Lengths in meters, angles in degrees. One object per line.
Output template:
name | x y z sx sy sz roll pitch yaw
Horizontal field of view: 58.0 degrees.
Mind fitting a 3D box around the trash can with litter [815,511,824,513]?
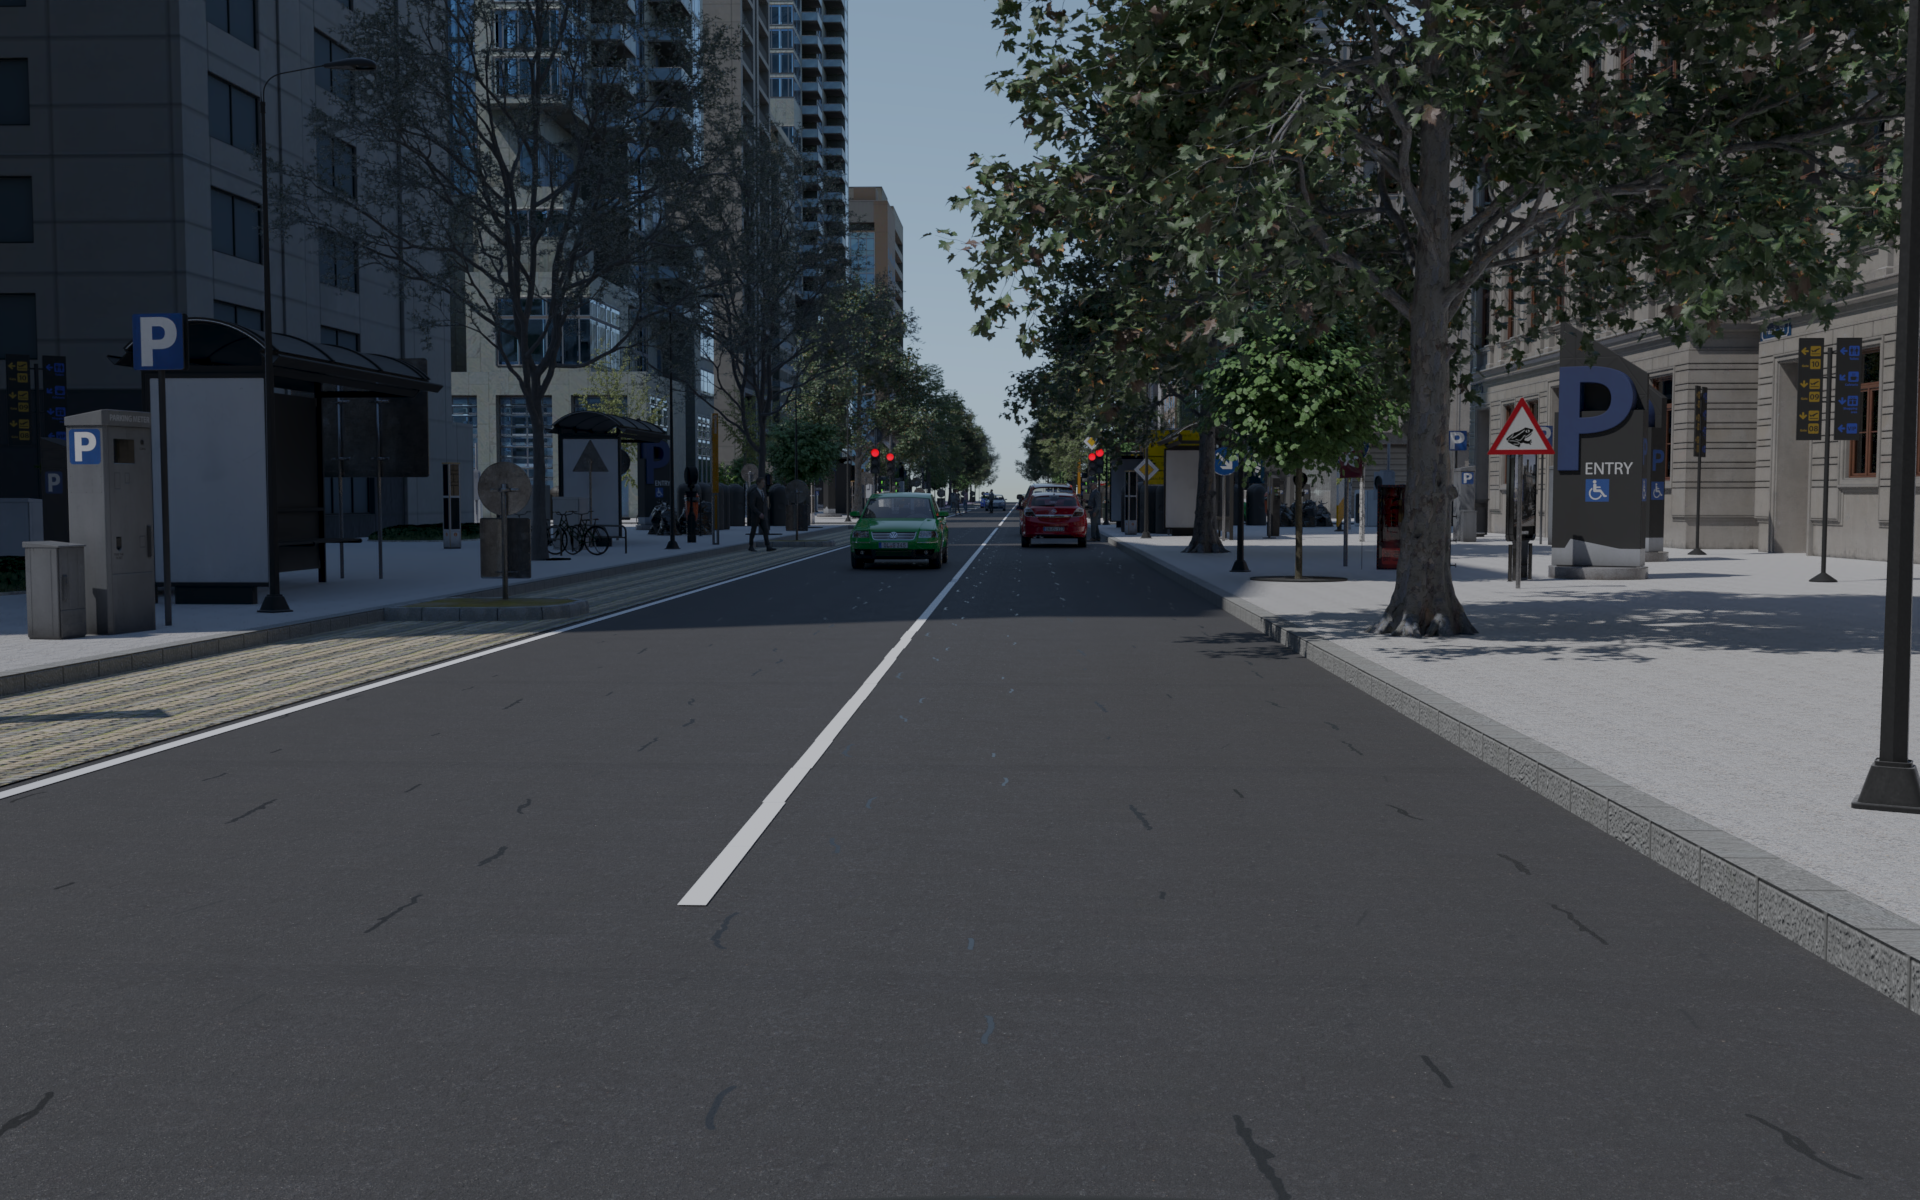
trash can with litter | -10.395 -6.691 120.463 1.678 1.210 2.233 -3 5 -42

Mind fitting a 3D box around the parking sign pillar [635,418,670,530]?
parking sign pillar | -10.892 -4.493 61.938 1.447 3.967 1.447 3 5 42

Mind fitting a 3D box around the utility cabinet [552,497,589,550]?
utility cabinet | -8.965 -1.758 39.909 1.020 1.237 0.306 3 5 41

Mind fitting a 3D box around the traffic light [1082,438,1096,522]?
traffic light | 6.030 -5.539 79.477 0.839 4.253 0.868 0 4 2

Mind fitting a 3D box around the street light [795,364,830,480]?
street light | -5.321 -5.469 61.967 1.470 5.913 1.316 0 4 2

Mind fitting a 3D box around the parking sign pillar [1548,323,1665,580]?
parking sign pillar | 9.754 -2.318 26.373 1.447 3.967 1.447 2 4 32

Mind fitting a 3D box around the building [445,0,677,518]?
building | -27.058 -48.438 104.639 22.319 86.520 31.000 0 4 2

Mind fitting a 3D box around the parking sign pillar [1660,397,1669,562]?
parking sign pillar | 12.857 -2.736 33.205 1.447 3.967 1.447 -2 4 -28

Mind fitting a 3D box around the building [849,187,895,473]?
building | -16.993 -37.098 256.660 14.600 45.320 14.200 0 4 2

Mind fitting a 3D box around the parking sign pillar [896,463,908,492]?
parking sign pillar | -4.661 -8.830 132.845 1.447 3.967 1.447 -1 4 -22

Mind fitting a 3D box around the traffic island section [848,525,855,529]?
traffic island section | -3.515 -3.039 71.962 2.009 0.180 2.903 0 4 2

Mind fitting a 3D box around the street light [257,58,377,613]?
street light | -6.905 -2.818 18.619 1.470 5.913 1.316 0 4 2

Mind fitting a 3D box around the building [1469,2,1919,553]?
building | 22.151 -13.020 49.037 11.583 22.565 21.152 0 4 2

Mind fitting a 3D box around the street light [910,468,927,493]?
street light | -3.034 -9.218 123.253 1.470 5.913 1.316 0 4 2

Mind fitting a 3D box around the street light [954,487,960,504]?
street light | -0.997 -12.566 177.991 1.470 5.913 1.316 0 4 2

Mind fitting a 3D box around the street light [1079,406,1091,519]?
street light | 5.506 -6.046 71.398 1.470 5.913 1.316 0 4 2

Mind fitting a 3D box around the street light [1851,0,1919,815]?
street light | 3.284 -2.105 6.952 1.470 5.913 1.316 0 4 2

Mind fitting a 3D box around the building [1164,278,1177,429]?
building | 29.093 -32.574 182.702 14.600 45.320 14.200 0 4 2

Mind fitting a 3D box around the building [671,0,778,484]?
building | -23.843 -42.844 138.753 20.563 71.187 20.611 0 4 2

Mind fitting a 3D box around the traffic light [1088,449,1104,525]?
traffic light | 5.730 -5.051 71.497 0.839 4.253 0.868 0 4 2

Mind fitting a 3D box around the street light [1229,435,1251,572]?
street light | 4.084 -3.418 28.432 1.470 5.913 1.316 0 4 2

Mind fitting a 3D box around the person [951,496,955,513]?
person | -0.417 -7.122 127.537 0.503 1.515 0.523 -1 4 -15

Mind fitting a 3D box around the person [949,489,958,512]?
person | -0.532 -7.664 133.784 0.713 1.824 0.794 -1 4 -21

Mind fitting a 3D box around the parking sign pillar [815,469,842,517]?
parking sign pillar | -7.311 -6.631 96.895 1.447 3.967 1.447 -1 4 -16

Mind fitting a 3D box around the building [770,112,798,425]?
building | -28.991 -29.112 167.863 32.217 40.220 23.993 0 4 2

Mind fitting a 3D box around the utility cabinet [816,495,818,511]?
utility cabinet | -10.612 -7.101 127.261 0.306 1.237 1.020 0 4 -2

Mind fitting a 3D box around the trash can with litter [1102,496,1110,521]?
trash can with litter | 7.233 -4.315 81.935 1.055 1.170 0.624 1 4 14

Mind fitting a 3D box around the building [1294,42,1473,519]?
building | 29.402 -16.937 94.949 19.932 24.808 12.078 0 4 2

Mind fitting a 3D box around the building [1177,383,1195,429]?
building | 28.074 -24.303 169.056 14.160 30.474 14.107 0 4 2

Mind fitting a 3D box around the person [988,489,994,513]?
person | 2.312 -7.384 129.412 0.473 1.802 0.592 2 4 23

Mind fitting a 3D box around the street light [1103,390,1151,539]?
street light | 4.842 -4.732 49.913 1.470 5.913 1.316 0 4 2

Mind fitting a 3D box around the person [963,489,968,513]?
person | 0.414 -7.429 129.978 0.388 1.821 0.555 -2 4 -32

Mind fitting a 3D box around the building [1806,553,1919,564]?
building | 22.322 -11.728 27.904 11.583 22.565 21.152 0 4 2

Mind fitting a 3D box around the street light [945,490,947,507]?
street light | -1.735 -11.236 156.253 1.470 5.913 1.316 0 4 2

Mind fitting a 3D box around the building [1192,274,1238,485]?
building | 26.295 -18.350 141.820 13.314 21.916 24.055 0 4 2

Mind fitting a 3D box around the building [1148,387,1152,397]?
building | 32.251 -36.073 273.389 14.154 41.232 14.086 0 4 2

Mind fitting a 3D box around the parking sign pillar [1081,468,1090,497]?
parking sign pillar | 10.032 -8.976 135.229 1.447 3.967 1.447 -3 5 -39

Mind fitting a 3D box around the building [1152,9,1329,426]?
building | 33.205 -40.479 203.832 21.231 58.520 28.212 0 4 2

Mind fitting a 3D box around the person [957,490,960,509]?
person | -0.221 -9.384 161.951 0.705 1.821 1.348 0 4 -6

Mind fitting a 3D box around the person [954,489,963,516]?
person | -0.115 -6.491 114.903 0.573 1.790 0.520 0 4 3

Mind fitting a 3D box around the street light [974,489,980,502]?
street light | 2.166 -17.715 262.183 1.470 5.913 1.316 0 4 2

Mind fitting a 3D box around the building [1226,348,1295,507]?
building | 26.258 -19.824 117.635 14.314 27.812 24.014 0 4 2

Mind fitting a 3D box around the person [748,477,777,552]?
person | -4.918 -2.116 42.881 0.755 1.850 0.659 2 4 29

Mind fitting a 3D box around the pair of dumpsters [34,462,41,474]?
pair of dumpsters | -10.614 -1.278 23.385 1.574 2.255 4.437 0 4 2

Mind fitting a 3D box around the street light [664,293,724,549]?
street light | -6.148 -4.132 40.100 1.470 5.913 1.316 0 4 2

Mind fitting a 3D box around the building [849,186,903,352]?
building | -20.351 -39.848 275.220 21.300 48.544 21.600 0 4 2

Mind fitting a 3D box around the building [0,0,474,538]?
building | -27.793 -37.361 49.101 20.611 71.187 20.563 0 4 2

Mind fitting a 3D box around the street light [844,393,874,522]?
street light | -4.634 -6.566 79.890 1.470 5.913 1.316 0 4 2

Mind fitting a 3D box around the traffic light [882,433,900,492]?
traffic light | -3.176 -5.559 79.805 0.839 4.253 0.868 0 4 2

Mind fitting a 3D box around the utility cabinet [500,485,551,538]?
utility cabinet | -10.694 -2.075 42.605 1.173 1.500 0.318 -2 4 -33

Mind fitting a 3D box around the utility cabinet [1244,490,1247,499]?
utility cabinet | 17.465 -5.801 103.523 1.173 1.500 0.318 1 4 22

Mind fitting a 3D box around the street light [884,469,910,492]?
street light | -3.856 -7.904 101.774 1.470 5.913 1.316 0 4 2

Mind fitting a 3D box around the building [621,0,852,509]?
building | -22.858 -53.887 193.729 22.319 86.520 31.000 0 4 2

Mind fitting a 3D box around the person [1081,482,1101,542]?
person | 3.985 -2.677 52.452 0.590 1.801 0.661 -1 4 -10

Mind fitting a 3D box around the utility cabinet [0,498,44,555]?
utility cabinet | -14.372 -0.939 26.515 1.020 1.237 0.306 2 4 34

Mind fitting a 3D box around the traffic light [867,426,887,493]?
traffic light | -3.475 -5.071 71.825 0.839 4.253 0.868 0 4 2
